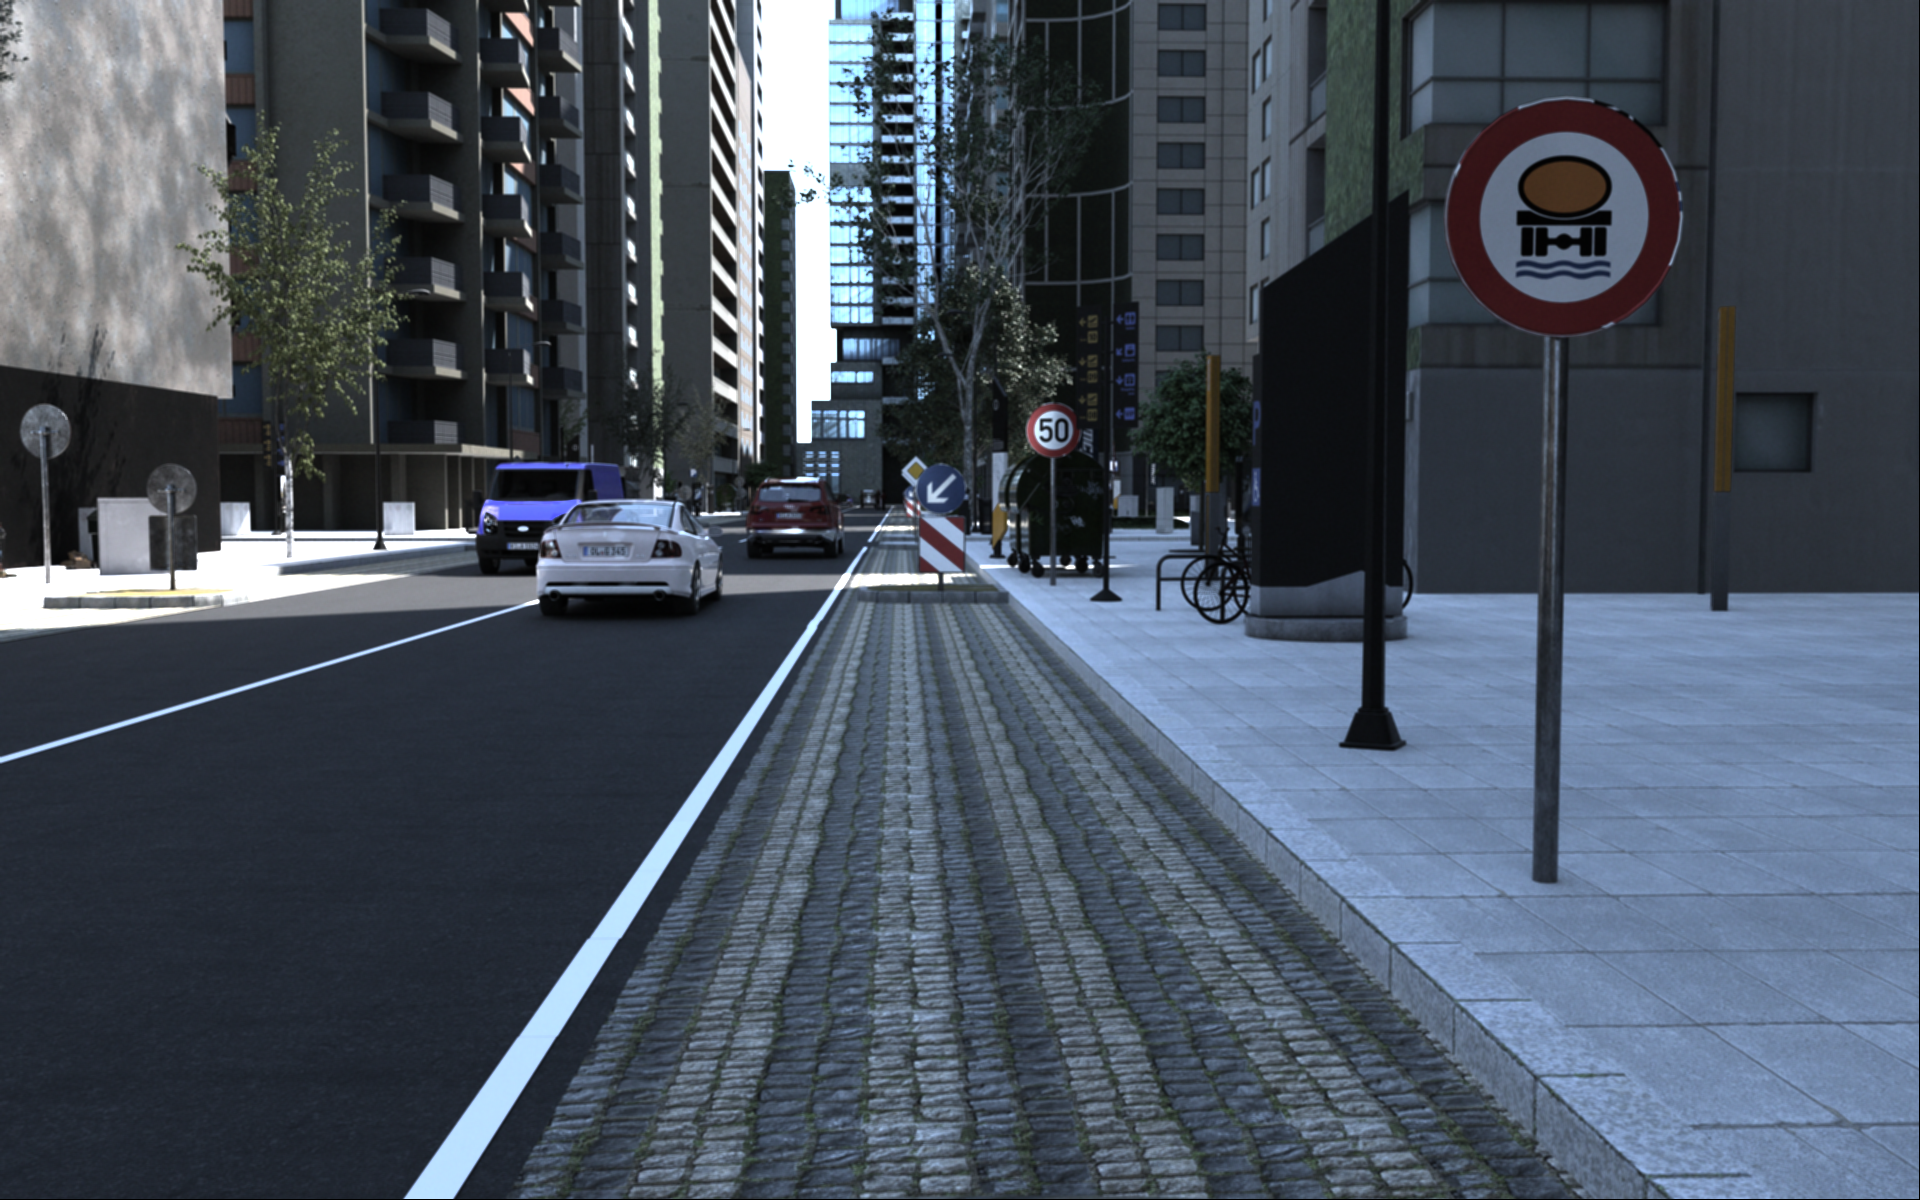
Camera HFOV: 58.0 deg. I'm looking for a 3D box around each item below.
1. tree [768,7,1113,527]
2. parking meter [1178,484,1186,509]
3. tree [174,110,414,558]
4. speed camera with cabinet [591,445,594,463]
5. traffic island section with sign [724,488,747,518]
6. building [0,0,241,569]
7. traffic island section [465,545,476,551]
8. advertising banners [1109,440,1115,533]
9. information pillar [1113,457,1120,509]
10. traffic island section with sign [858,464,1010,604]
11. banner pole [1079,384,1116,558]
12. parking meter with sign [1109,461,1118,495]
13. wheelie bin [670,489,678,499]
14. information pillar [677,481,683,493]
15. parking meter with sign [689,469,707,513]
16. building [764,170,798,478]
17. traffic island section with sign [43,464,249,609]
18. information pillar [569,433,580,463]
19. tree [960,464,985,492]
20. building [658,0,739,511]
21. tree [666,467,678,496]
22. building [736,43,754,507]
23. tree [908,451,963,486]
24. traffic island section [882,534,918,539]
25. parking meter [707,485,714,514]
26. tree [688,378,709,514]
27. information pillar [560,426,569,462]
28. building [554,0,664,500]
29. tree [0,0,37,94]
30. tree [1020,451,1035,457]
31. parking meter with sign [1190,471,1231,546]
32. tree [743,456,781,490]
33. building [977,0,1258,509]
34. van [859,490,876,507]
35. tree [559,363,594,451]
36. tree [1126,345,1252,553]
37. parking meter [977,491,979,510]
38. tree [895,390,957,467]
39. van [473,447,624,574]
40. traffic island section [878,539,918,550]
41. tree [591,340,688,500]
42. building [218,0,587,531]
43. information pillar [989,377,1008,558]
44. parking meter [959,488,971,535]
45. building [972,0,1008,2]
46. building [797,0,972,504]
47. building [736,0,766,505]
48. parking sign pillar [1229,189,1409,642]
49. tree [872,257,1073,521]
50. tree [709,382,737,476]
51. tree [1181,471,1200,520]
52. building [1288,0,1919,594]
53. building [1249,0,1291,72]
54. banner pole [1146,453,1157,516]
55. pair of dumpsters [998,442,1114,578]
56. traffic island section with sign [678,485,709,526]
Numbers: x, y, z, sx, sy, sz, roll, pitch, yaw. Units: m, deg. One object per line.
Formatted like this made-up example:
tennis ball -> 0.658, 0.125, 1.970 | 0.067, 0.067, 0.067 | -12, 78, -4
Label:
tree -> -0.701, -13.006, 68.531 | 12.611, 20.169, 13.585 | 0, 3, 0
parking meter -> 12.665, -5.697, 98.862 | 0.399, 1.863, 0.255 | 1, 4, 19
tree -> -13.147, -5.140, 34.397 | 4.737, 8.622, 4.395 | 0, 3, 0
speed camera with cabinet -> -14.414, -4.564, 68.955 | 0.660, 3.252, 2.038 | -1, 4, -14
traffic island section with sign -> -13.229, -5.893, 104.982 | 1.989, 1.847, 2.006 | 0, 4, -2
building -> -24.705, -10.111, 32.771 | 16.811, 18.784, 16.820 | 0, 4, -2
traffic island section -> -11.510, -1.391, 45.029 | 2.009, 0.180, 2.903 | 0, 4, -2
advertising banners -> 4.968, -3.723, 57.057 | 0.090, 3.025, 2.074 | 0, 4, -1
information pillar -> 9.341, -6.866, 103.607 | 0.504, 3.616, 0.183 | -1, 4, -11
traffic island section with sign -> -0.379, -0.907, 23.454 | 1.989, 1.847, 2.006 | 0, 4, -2
banner pole -> 2.706, -2.728, 34.612 | 0.863, 3.779, 0.401 | -1, 4, -13
parking meter with sign -> 7.659, -5.804, 91.148 | 0.543, 3.016, 1.738 | -1, 4, -23
wheelie bin -> -19.124, -6.662, 116.834 | 0.980, 1.594, 0.693 | 3, 5, 42
information pillar -> -16.196, -5.864, 100.370 | 0.304, 2.012, 0.304 | 0, 4, 1
parking meter with sign -> -18.082, -7.566, 119.968 | 0.543, 3.016, 1.738 | -3, 4, -36
building -> -28.031, -32.855, 220.780 | 14.086, 41.232, 14.154 | 0, 4, -2
traffic island section with sign -> -10.412, -0.845, 22.438 | 1.989, 1.847, 2.006 | 0, 4, -2
information pillar -> -14.859, -4.605, 66.646 | 0.504, 3.616, 0.183 | 0, 4, -6
tree -> 0.611, -6.087, 94.122 | 1.663, 3.219, 1.824 | 0, 3, 0
building -> -29.366, -31.432, 137.613 | 21.300, 48.544, 21.600 | 0, 4, -2
tree -> -20.460, -7.749, 121.296 | 1.663, 3.219, 1.824 | 0, 3, 0
building -> -28.029, -31.849, 170.845 | 14.600, 45.320, 14.200 | 0, 4, -2
tree -> -1.364, -7.745, 110.350 | 4.285, 4.588, 4.351 | 0, 3, 0
traffic island section -> -1.396, -1.901, 53.356 | 2.009, 0.180, 2.903 | 0, 4, -2
parking meter -> -15.921, -6.414, 110.581 | 0.255, 1.863, 0.399 | 3, 5, 39
tree -> -16.274, -8.758, 93.557 | 4.360, 8.622, 3.978 | 0, 3, 0
information pillar -> -13.814, -4.208, 60.150 | 0.183, 3.616, 0.504 | -1, 4, -17
building -> -25.640, -25.626, 102.583 | 14.154, 41.232, 14.086 | 0, 4, -2
tree -> -13.491, -6.348, 14.165 | 12.009, 13.543, 11.850 | 0, 3, 0
tree -> 2.187, -2.888, 41.814 | 1.663, 3.219, 1.824 | 0, 3, 0
parking meter with sign -> 6.386, -2.903, 43.726 | 0.543, 3.016, 1.738 | 2, 4, 33
tree -> -16.990, -10.090, 148.685 | 4.285, 4.588, 4.351 | 0, 3, 0
building -> 11.739, -41.245, 112.611 | 20.563, 71.187, 20.611 | 0, 4, -2
van -> -9.818, -10.967, 186.319 | 2.013, 2.044, 4.112 | 0, 4, -2
tree -> -22.123, -8.713, 92.820 | 4.737, 8.622, 4.395 | 0, 3, 0
tree -> 5.386, -3.330, 38.163 | 4.285, 4.588, 4.351 | 0, 3, 0
parking meter -> 0.931, -5.692, 101.475 | 0.372, 1.533, 0.369 | 0, 3, 0
tree -> -1.687, -12.312, 135.715 | 7.601, 10.594, 8.767 | 1, 4, 17
van -> -7.699, -1.744, 32.892 | 2.240, 2.365, 5.245 | 0, 4, -1
traffic island section -> -1.124, -1.413, 45.376 | 2.009, 0.180, 2.903 | 0, 4, -2
tree -> -15.428, -8.082, 82.498 | 4.360, 8.622, 3.978 | 0, 3, 0
building -> -28.280, -25.545, 72.282 | 22.147, 44.769, 28.867 | 0, 4, -2
information pillar -> 0.792, -2.641, 34.541 | 0.183, 3.616, 0.504 | -2, 4, -29
parking meter -> 0.144, -2.788, 53.998 | 0.372, 1.533, 0.369 | 0, 3, 0
building -> 11.846, -32.774, 155.463 | 23.786, 49.044, 30.456 | 0, 4, -2
building -> -5.045, -55.733, 223.913 | 31.000, 86.520, 22.319 | 0, 4, -2
building -> -35.785, -39.578, 189.094 | 28.212, 58.520, 21.231 | 0, 4, -2
parking sign pillar -> 3.306, -1.657, 15.564 | 1.447, 3.967, 1.447 | 0, 4, -2
tree -> 0.644, -10.198, 83.748 | 9.611, 12.733, 9.660 | 0, 3, 0
tree -> -16.786, -9.963, 113.257 | 4.360, 8.622, 3.978 | 0, 3, 0
tree -> 11.546, -5.491, 84.387 | 1.663, 3.219, 1.824 | 0, 3, 0
building -> 12.646, -21.068, 28.051 | 14.154, 41.232, 14.086 | 0, 4, -2
building -> 27.207, -29.387, 69.721 | 27.495, 52.752, 28.713 | 0, 4, -2
banner pole -> 9.330, -5.795, 84.761 | 0.863, 3.779, 0.401 | 3, 5, 42
pair of dumpsters -> 1.534, -1.589, 28.467 | 1.574, 2.255, 4.437 | 0, 4, -2
traffic island section with sign -> -12.299, -4.219, 77.609 | 1.989, 1.847, 2.006 | 0, 4, -2
